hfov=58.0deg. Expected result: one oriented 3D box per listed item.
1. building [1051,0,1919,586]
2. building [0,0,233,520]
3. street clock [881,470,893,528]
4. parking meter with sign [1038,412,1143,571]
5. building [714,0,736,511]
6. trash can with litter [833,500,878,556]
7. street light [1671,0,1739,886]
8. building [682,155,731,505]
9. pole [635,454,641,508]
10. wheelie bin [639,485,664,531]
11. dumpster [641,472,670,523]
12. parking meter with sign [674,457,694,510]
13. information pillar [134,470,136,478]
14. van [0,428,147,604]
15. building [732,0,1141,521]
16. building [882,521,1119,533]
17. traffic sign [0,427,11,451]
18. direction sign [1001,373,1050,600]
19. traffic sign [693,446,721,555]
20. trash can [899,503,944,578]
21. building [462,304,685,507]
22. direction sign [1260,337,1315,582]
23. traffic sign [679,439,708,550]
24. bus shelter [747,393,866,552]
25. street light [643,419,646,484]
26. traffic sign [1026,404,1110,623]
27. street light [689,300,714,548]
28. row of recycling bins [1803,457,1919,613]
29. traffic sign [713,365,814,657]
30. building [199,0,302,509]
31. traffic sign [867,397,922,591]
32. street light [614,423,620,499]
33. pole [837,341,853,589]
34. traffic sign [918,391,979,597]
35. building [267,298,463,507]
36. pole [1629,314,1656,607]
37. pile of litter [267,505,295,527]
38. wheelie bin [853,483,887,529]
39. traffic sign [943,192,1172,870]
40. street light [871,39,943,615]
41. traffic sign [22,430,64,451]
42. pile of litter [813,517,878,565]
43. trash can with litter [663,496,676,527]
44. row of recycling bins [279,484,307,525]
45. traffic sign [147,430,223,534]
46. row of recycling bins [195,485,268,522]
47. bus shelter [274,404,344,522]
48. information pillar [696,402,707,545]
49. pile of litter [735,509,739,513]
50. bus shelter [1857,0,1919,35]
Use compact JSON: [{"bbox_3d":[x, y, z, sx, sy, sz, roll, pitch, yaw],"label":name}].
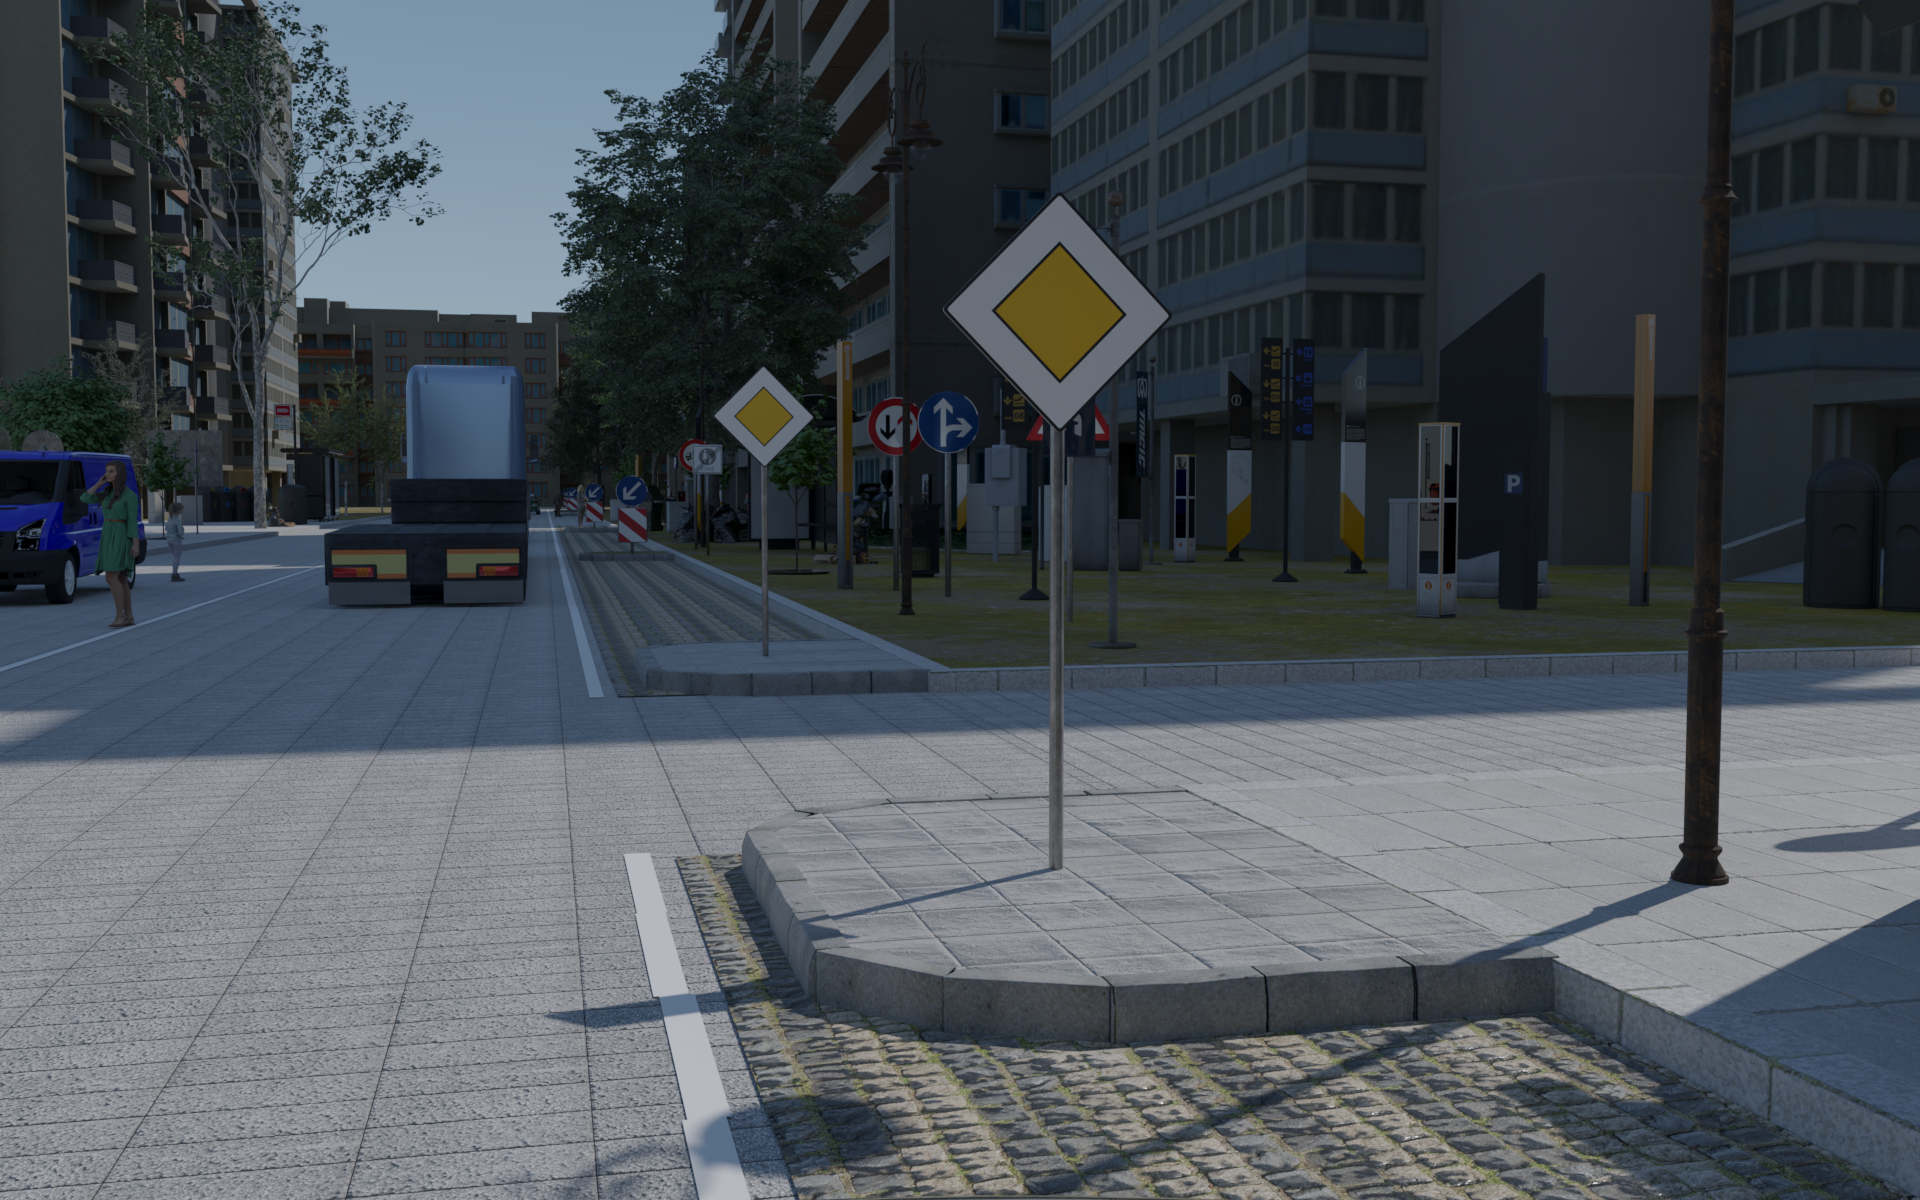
[{"bbox_3d":[16.048,-21.276,39.742,23.993,40.220,32.217,-1,4,-13],"label":"building"},{"bbox_3d":[-52.969,-26.858,93.759,22.147,44.769,28.867,-1,4,-13],"label":"building"},{"bbox_3d":[-2.146,-2.858,51.294,0.358,2.002,0.471,2,4,23],"label":"street clock"},{"bbox_3d":[2.185,-2.001,28.978,1.738,3.016,0.543,1,4,15],"label":"parking meter with sign"},{"bbox_3d":[-6.299,-31.160,129.080,23.786,49.044,30.456,-1,4,-13],"label":"building"},{"bbox_3d":[-2.077,-1.376,33.887,0.624,1.170,1.055,1,4,20],"label":"trash can with litter"},{"bbox_3d":[2.459,-2.006,5.578,0.468,5.910,1.993,-1,4,-13],"label":"street light"},{"bbox_3d":[-17.046,-23.134,149.944,14.160,30.474,14.107,-1,4,-13],"label":"building"},{"bbox_3d":[-11.612,-4.203,62.566,0.158,3.312,0.155,0,3,0],"label":"pole"},{"bbox_3d":[-10.706,-3.179,59.878,0.693,1.594,0.980,2,4,30],"label":"wheelie bin"},{"bbox_3d":[-13.567,-4.509,76.210,1.502,2.255,1.985,-1,4,-14],"label":"dumpster"},{"bbox_3d":[-12.560,-5.223,81.660,1.738,3.016,0.543,-1,4,-22],"label":"parking meter with sign"},{"bbox_3d":[-24.841,-2.895,51.826,0.304,2.012,0.304,-1,4,-10],"label":"information pillar"},{"bbox_3d":[-12.917,-1.204,24.063,2.240,2.365,5.245,-1,4,-13],"label":"van"},{"bbox_3d":[-1.761,-29.343,103.466,21.300,48.544,21.600,-1,4,-13],"label":"building"},{"bbox_3d":[5.841,-27.096,66.721,21.300,48.544,21.600,-1,4,-13],"label":"building"},{"bbox_3d":[-17.357,-1.886,30.945,0.768,2.556,0.104,-1,4,-11],"label":"traffic sign"},{"bbox_3d":[0.905,-1.771,20.957,0.876,3.537,0.379,2,4,25],"label":"direction sign"},{"bbox_3d":[-5.256,-2.076,36.080,0.606,2.300,0.079,-1,4,-9],"label":"traffic sign"},{"bbox_3d":[-0.618,-0.920,26.693,0.748,1.137,0.748,0,3,0],"label":"trash can"},{"bbox_3d":[-38.528,-21.101,190.044,28.899,21.520,27.650,-1,4,-13],"label":"building"},{"bbox_3d":[4.761,-2.034,25.250,0.876,3.537,0.379,-1,4,-20],"label":"direction sign"},{"bbox_3d":[-6.100,-2.439,39.990,0.768,2.556,0.104,0,4,-8],"label":"traffic sign"},{"bbox_3d":[-3.515,-2.663,37.469,2.014,3.302,5.546,-1,4,-14],"label":"bus shelter"},{"bbox_3d":[-11.680,-5.582,64.058,0.468,5.910,1.993,-1,4,-13],"label":"street light"},{"bbox_3d":[1.096,-1.055,17.247,0.884,2.594,0.081,0,4,-5],"label":"traffic sign"},{"bbox_3d":[-6.147,-4.190,41.289,0.468,5.910,1.993,-1,4,-13],"label":"street light"},{"bbox_3d":[10.959,-0.707,18.677,1.069,1.692,3.534,-3,5,-44],"label":"row of recycling bins"},{"bbox_3d":[-1.541,-0.611,13.633,0.795,2.450,0.064,-1,4,-13],"label":"traffic sign"},{"bbox_3d":[-62.608,-26.728,128.885,23.993,40.220,32.217,-1,4,-13],"label":"building"},{"bbox_3d":[-0.844,-1.394,22.896,0.768,2.556,0.104,0,4,-8],"label":"traffic sign"},{"bbox_3d":[-17.146,-6.972,86.780,0.468,5.910,1.993,-1,4,-13],"label":"street light"},{"bbox_3d":[-1.546,-1.800,23.280,0.158,3.312,0.155,0,3,0],"label":"pole"},{"bbox_3d":[-0.148,-1.311,21.544,0.768,2.556,0.104,0,4,-6],"label":"traffic sign"},{"bbox_3d":[-66.836,-20.742,184.177,28.899,21.520,27.650,-1,4,-13],"label":"building"},{"bbox_3d":[7.782,-1.584,19.749,0.158,3.312,0.155,0,3,0],"label":"pole"},{"bbox_3d":[-26.733,-3.307,68.031,1.176,0.858,1.719,-1,4,-20],"label":"pile of litter"},{"bbox_3d":[-2.496,-2.491,48.638,0.980,1.594,0.693,-1,4,-20],"label":"wheelie bin"},{"bbox_3d":[0.326,-0.136,5.868,0.795,2.450,0.064,-1,4,-13],"label":"traffic sign"},{"bbox_3d":[-0.566,-2.779,18.225,0.468,5.910,1.993,-1,4,-13],"label":"street light"},{"bbox_3d":[-18.284,-2.107,34.553,0.768,2.556,0.104,-1,4,-12],"label":"traffic sign"},{"bbox_3d":[-2.123,-1.097,31.898,1.176,0.858,1.719,-1,4,-13],"label":"pile of litter"},{"bbox_3d":[-11.688,-3.459,67.616,1.678,1.210,2.233,3,5,45],"label":"trash can with litter"},{"bbox_3d":[-28.231,-4.054,73.388,1.069,1.692,3.534,-1,4,-16],"label":"row of recycling bins"},{"bbox_3d":[-24.632,-3.744,55.083,2.265,3.308,0.079,0,4,-7],"label":"traffic sign"},{"bbox_3d":[-33.664,-4.455,79.952,1.069,1.692,3.534,2,4,32],"label":"row of recycling bins"},{"bbox_3d":[-30.134,-6.269,80.125,2.179,5.291,8.768,-1,4,-14],"label":"bus shelter"},{"bbox_3d":[-6.567,-3.211,43.859,0.183,3.616,0.504,1,4,9],"label":"information pillar"},{"bbox_3d":[-7.040,-2.432,53.723,1.176,0.858,1.719,-1,4,-16],"label":"pile of litter"},{"bbox_3d":[4.489,-0.564,3.153,2.014,3.302,5.546,-1,4,-13],"label":"bus shelter"}]
